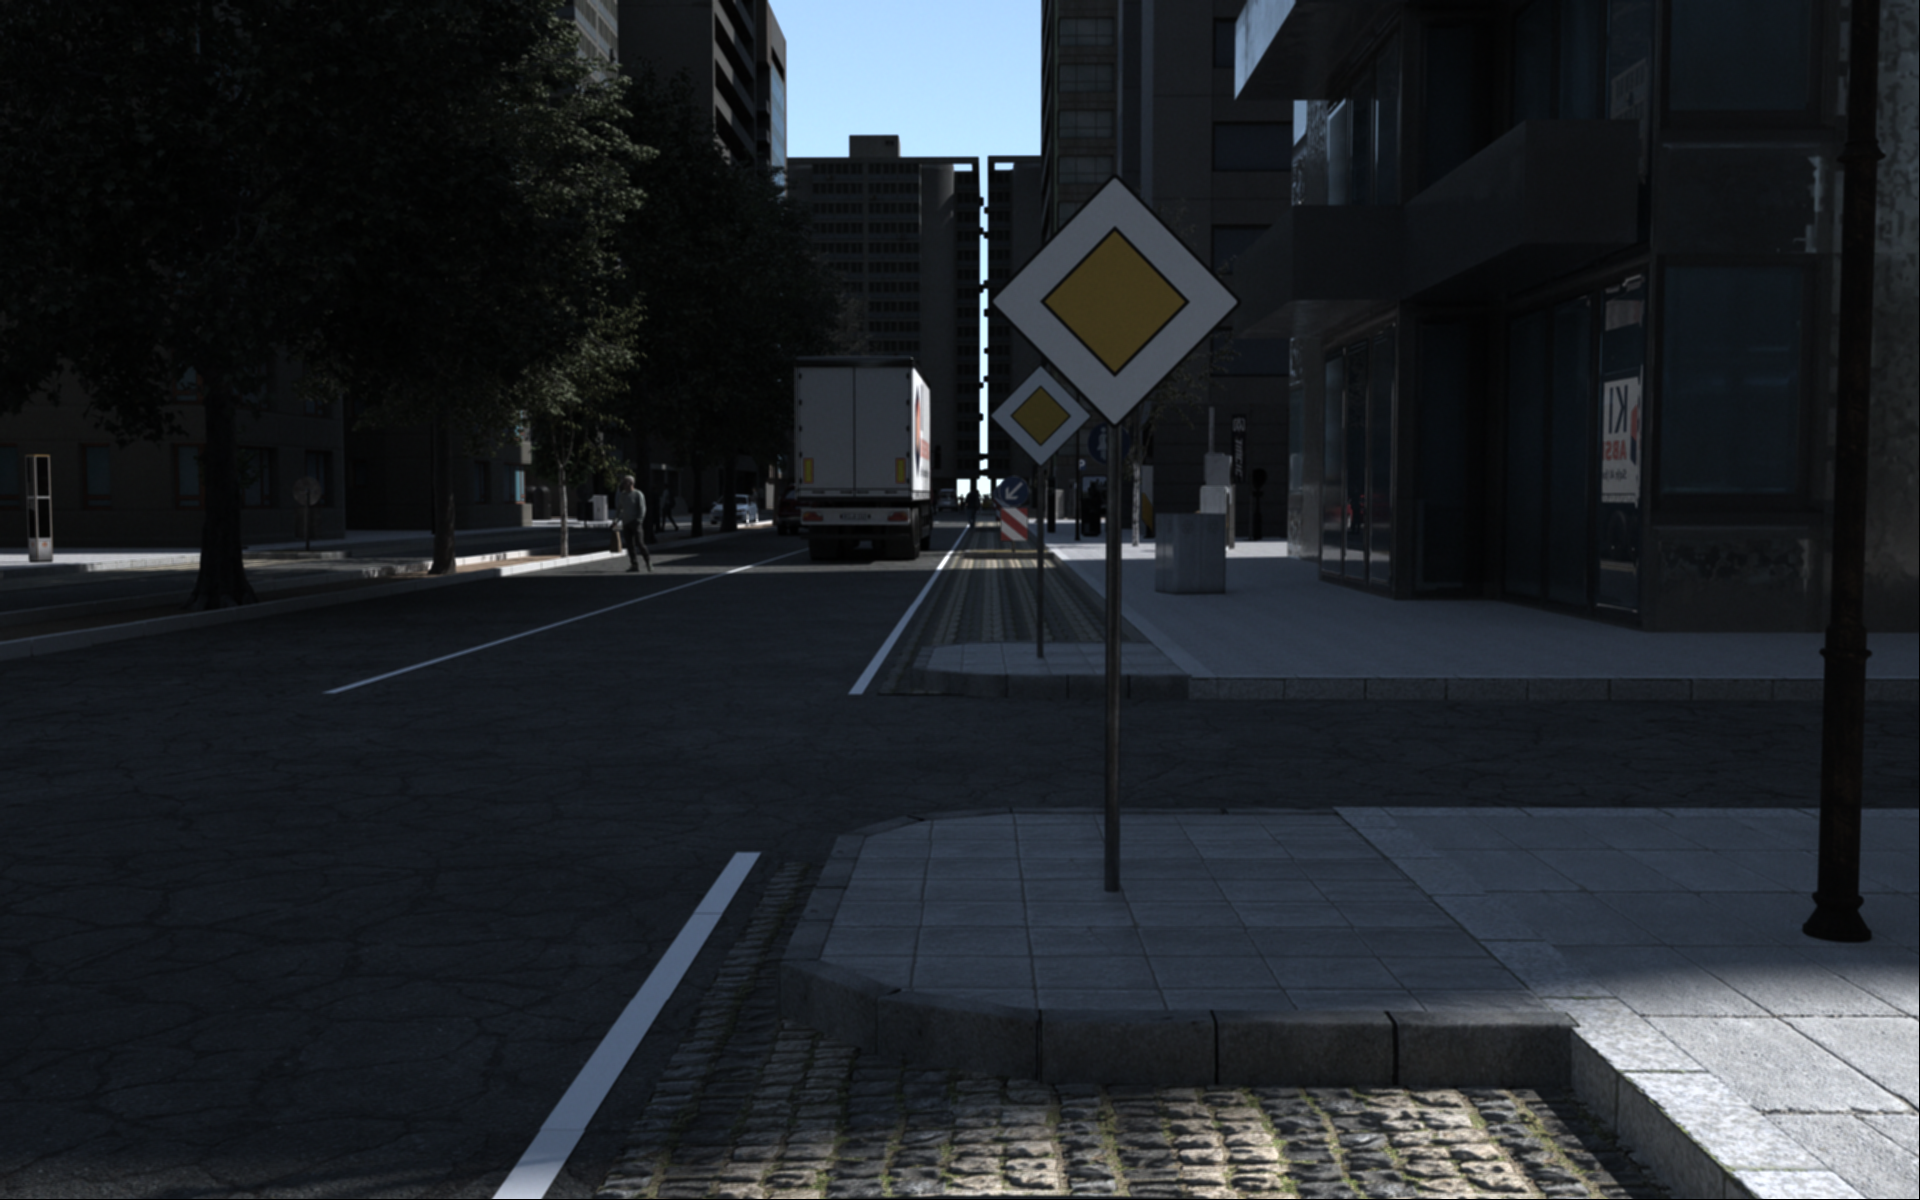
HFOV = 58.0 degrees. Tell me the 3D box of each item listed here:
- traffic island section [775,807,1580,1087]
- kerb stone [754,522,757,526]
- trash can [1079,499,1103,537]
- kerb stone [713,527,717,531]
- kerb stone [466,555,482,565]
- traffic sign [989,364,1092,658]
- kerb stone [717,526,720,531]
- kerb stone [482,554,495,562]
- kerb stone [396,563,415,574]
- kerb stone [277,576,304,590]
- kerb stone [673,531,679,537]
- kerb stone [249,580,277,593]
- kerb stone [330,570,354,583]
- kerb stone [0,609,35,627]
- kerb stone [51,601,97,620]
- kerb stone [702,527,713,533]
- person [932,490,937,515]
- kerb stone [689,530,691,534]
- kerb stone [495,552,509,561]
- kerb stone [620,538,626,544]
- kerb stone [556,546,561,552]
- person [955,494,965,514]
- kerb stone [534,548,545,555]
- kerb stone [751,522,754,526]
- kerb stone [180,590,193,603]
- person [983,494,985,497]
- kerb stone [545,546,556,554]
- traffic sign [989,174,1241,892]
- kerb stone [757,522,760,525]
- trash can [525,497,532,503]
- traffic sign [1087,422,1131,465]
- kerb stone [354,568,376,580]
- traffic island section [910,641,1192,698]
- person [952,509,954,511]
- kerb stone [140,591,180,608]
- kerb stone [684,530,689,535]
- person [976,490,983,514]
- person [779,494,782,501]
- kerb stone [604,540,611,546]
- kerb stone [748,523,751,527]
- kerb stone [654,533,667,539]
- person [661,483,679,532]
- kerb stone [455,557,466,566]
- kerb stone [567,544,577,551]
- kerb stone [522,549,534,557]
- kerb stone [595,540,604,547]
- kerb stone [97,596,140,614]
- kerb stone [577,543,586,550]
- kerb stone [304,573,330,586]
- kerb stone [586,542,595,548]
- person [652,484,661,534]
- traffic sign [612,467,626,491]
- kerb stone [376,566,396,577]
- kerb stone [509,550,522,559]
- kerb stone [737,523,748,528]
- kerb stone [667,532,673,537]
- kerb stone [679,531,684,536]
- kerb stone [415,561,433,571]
[{"bbox_3d":[0.512,1.019,5.619,2.009,0.180,2.903,0,4,1],"label":"traffic island section"},{"bbox_3d":[-9.306,-3.374,77.354,0.120,0.150,1.000,0,4,1],"label":"kerb stone"},{"bbox_3d":[3.957,-2.491,52.380,0.748,1.137,0.748,0,3,0],"label":"trash can"},{"bbox_3d":[-9.496,-2.681,66.071,0.120,0.150,1.000,0,4,1],"label":"kerb stone"},{"bbox_3d":[-10.021,-0.798,35.336,0.120,0.150,1.000,0,4,1],"label":"kerb stone"},{"bbox_3d":[0.626,-0.604,13.526,0.795,2.450,0.064,0,4,1],"label":"traffic sign"},{"bbox_3d":[-9.480,-2.746,67.099,0.120,0.150,1.000,0,4,1],"label":"kerb stone"},{"bbox_3d":[-10.011,-0.861,36.361,0.120,0.150,1.000,0,4,1],"label":"kerb stone"},{"bbox_3d":[-10.096,-0.547,31.240,0.120,0.150,1.000,0,4,1],"label":"kerb stone"},{"bbox_3d":[-10.184,-0.236,26.115,0.120,0.150,1.000,0,4,1],"label":"kerb stone"},{"bbox_3d":[-9.632,-2.182,57.892,0.120,0.150,1.000,0,4,1],"label":"kerb stone"},{"bbox_3d":[-10.202,-0.177,25.092,0.120,0.150,1.000,0,4,1],"label":"kerb stone"},{"bbox_3d":[-10.148,-0.364,28.170,0.120,0.150,1.000,0,4,1],"label":"kerb stone"},{"bbox_3d":[-10.304,0.199,18.942,0.120,0.150,1.000,0,4,1],"label":"kerb stone"},{"bbox_3d":[-10.296,0.136,19.964,0.120,0.150,1.000,0,4,1],"label":"kerb stone"},{"bbox_3d":[-9.511,-2.621,65.047,0.120,0.150,1.000,0,4,1],"label":"kerb stone"},{"bbox_3d":[-1.826,-6.708,118.853,0.721,1.739,1.217,0,4,5],"label":"person"},{"bbox_3d":[-9.586,-2.371,60.959,0.120,0.150,1.000,0,4,1],"label":"kerb stone"},{"bbox_3d":[-9.994,-0.926,37.385,0.120,0.150,1.000,0,4,1],"label":"kerb stone"},{"bbox_3d":[-9.759,-1.744,50.715,0.120,0.150,1.000,0,4,1],"label":"kerb stone"},{"bbox_3d":[-9.899,-1.238,42.508,0.120,0.150,1.000,0,4,1],"label":"kerb stone"},{"bbox_3d":[0.142,-6.968,125.681,1.065,1.426,0.557,0,4,0],"label":"person"},{"bbox_3d":[-9.943,-1.116,40.460,0.120,0.150,1.000,0,4,1],"label":"kerb stone"},{"bbox_3d":[-9.314,-3.307,76.323,0.120,0.150,1.000,0,4,1],"label":"kerb stone"},{"bbox_3d":[-10.238,-0.052,23.042,0.120,0.150,1.000,0,4,1],"label":"kerb stone"},{"bbox_3d":[2.346,-8.706,154.025,0.799,1.438,0.628,0,4,6],"label":"person"},{"bbox_3d":[-9.918,-1.173,41.482,0.120,0.150,1.000,0,4,1],"label":"kerb stone"},{"bbox_3d":[0.489,-0.116,5.542,0.795,2.450,0.064,0,4,1],"label":"traffic sign"},{"bbox_3d":[-9.278,-3.436,78.382,0.120,0.150,1.000,0,4,1],"label":"kerb stone"},{"bbox_3d":[-21.058,-4.408,83.728,0.748,1.137,0.748,0,3,0],"label":"trash can"},{"bbox_3d":[2.625,-1.864,30.583,0.768,2.556,0.104,0,4,8],"label":"traffic sign"},{"bbox_3d":[-10.128,-0.428,29.192,0.120,0.150,1.000,0,4,1],"label":"kerb stone"},{"bbox_3d":[0.650,0.531,13.603,2.009,0.180,2.903,0,4,1],"label":"traffic island section"},{"bbox_3d":[-0.557,-8.386,148.849,0.421,1.427,0.697,2,4,35],"label":"person"},{"bbox_3d":[-10.249,0.011,22.017,0.120,0.150,1.000,0,4,1],"label":"kerb stone"},{"bbox_3d":[-9.604,-2.303,59.937,0.120,0.150,1.000,0,4,1],"label":"kerb stone"},{"bbox_3d":[1.167,-6.863,121.498,1.217,1.735,0.721,-3,5,-42],"label":"person"},{"bbox_3d":[-11.812,-6.274,114.272,0.628,1.438,0.799,-3,5,-39],"label":"person"},{"bbox_3d":[-9.813,-1.556,47.631,0.120,0.150,1.000,0,4,1],"label":"kerb stone"},{"bbox_3d":[-9.338,-3.246,75.295,0.120,0.150,1.000,0,4,1],"label":"kerb stone"},{"bbox_3d":[-9.669,-2.058,55.847,0.120,0.150,1.000,0,4,1],"label":"kerb stone"},{"bbox_3d":[-10.982,-3.458,65.143,0.850,1.850,0.679,1,4,14],"label":"person"},{"bbox_3d":[-10.046,-0.741,34.311,0.120,0.150,1.000,0,4,1],"label":"kerb stone"},{"bbox_3d":[-9.881,-1.300,43.530,0.120,0.150,1.000,0,4,1],"label":"kerb stone"},{"bbox_3d":[-9.953,-1.050,39.431,0.120,0.150,1.000,0,4,1],"label":"kerb stone"},{"bbox_3d":[-9.833,-1.492,46.609,0.120,0.150,1.000,0,4,1],"label":"kerb stone"},{"bbox_3d":[-10.274,0.074,20.990,0.120,0.150,1.000,0,4,1],"label":"kerb stone"},{"bbox_3d":[-9.865,-1.364,44.552,0.120,0.150,1.000,0,4,1],"label":"kerb stone"},{"bbox_3d":[-10.169,-0.301,27.145,0.120,0.150,1.000,0,4,1],"label":"kerb stone"},{"bbox_3d":[-9.850,-1.430,45.580,0.120,0.150,1.000,0,4,1],"label":"kerb stone"},{"bbox_3d":[-10.509,-3.095,59.526,0.576,1.772,0.534,2,4,24],"label":"person"},{"bbox_3d":[-15.962,-4.942,80.911,0.768,2.556,0.104,1,4,9],"label":"traffic sign"},{"bbox_3d":[-10.110,-0.490,30.214,0.120,0.150,1.000,0,4,1],"label":"kerb stone"},{"bbox_3d":[-9.973,-0.992,38.408,0.120,0.150,1.000,0,4,1],"label":"kerb stone"},{"bbox_3d":[-9.347,-3.185,74.273,0.120,0.150,1.000,0,4,1],"label":"kerb stone"},{"bbox_3d":[-9.656,-2.121,56.869,0.120,0.150,1.000,0,4,1],"label":"kerb stone"},{"bbox_3d":[-9.620,-2.246,58.914,0.120,0.150,1.000,0,4,1],"label":"kerb stone"},{"bbox_3d":[-10.076,-0.616,32.267,0.120,0.150,1.000,0,4,1],"label":"kerb stone"}]
